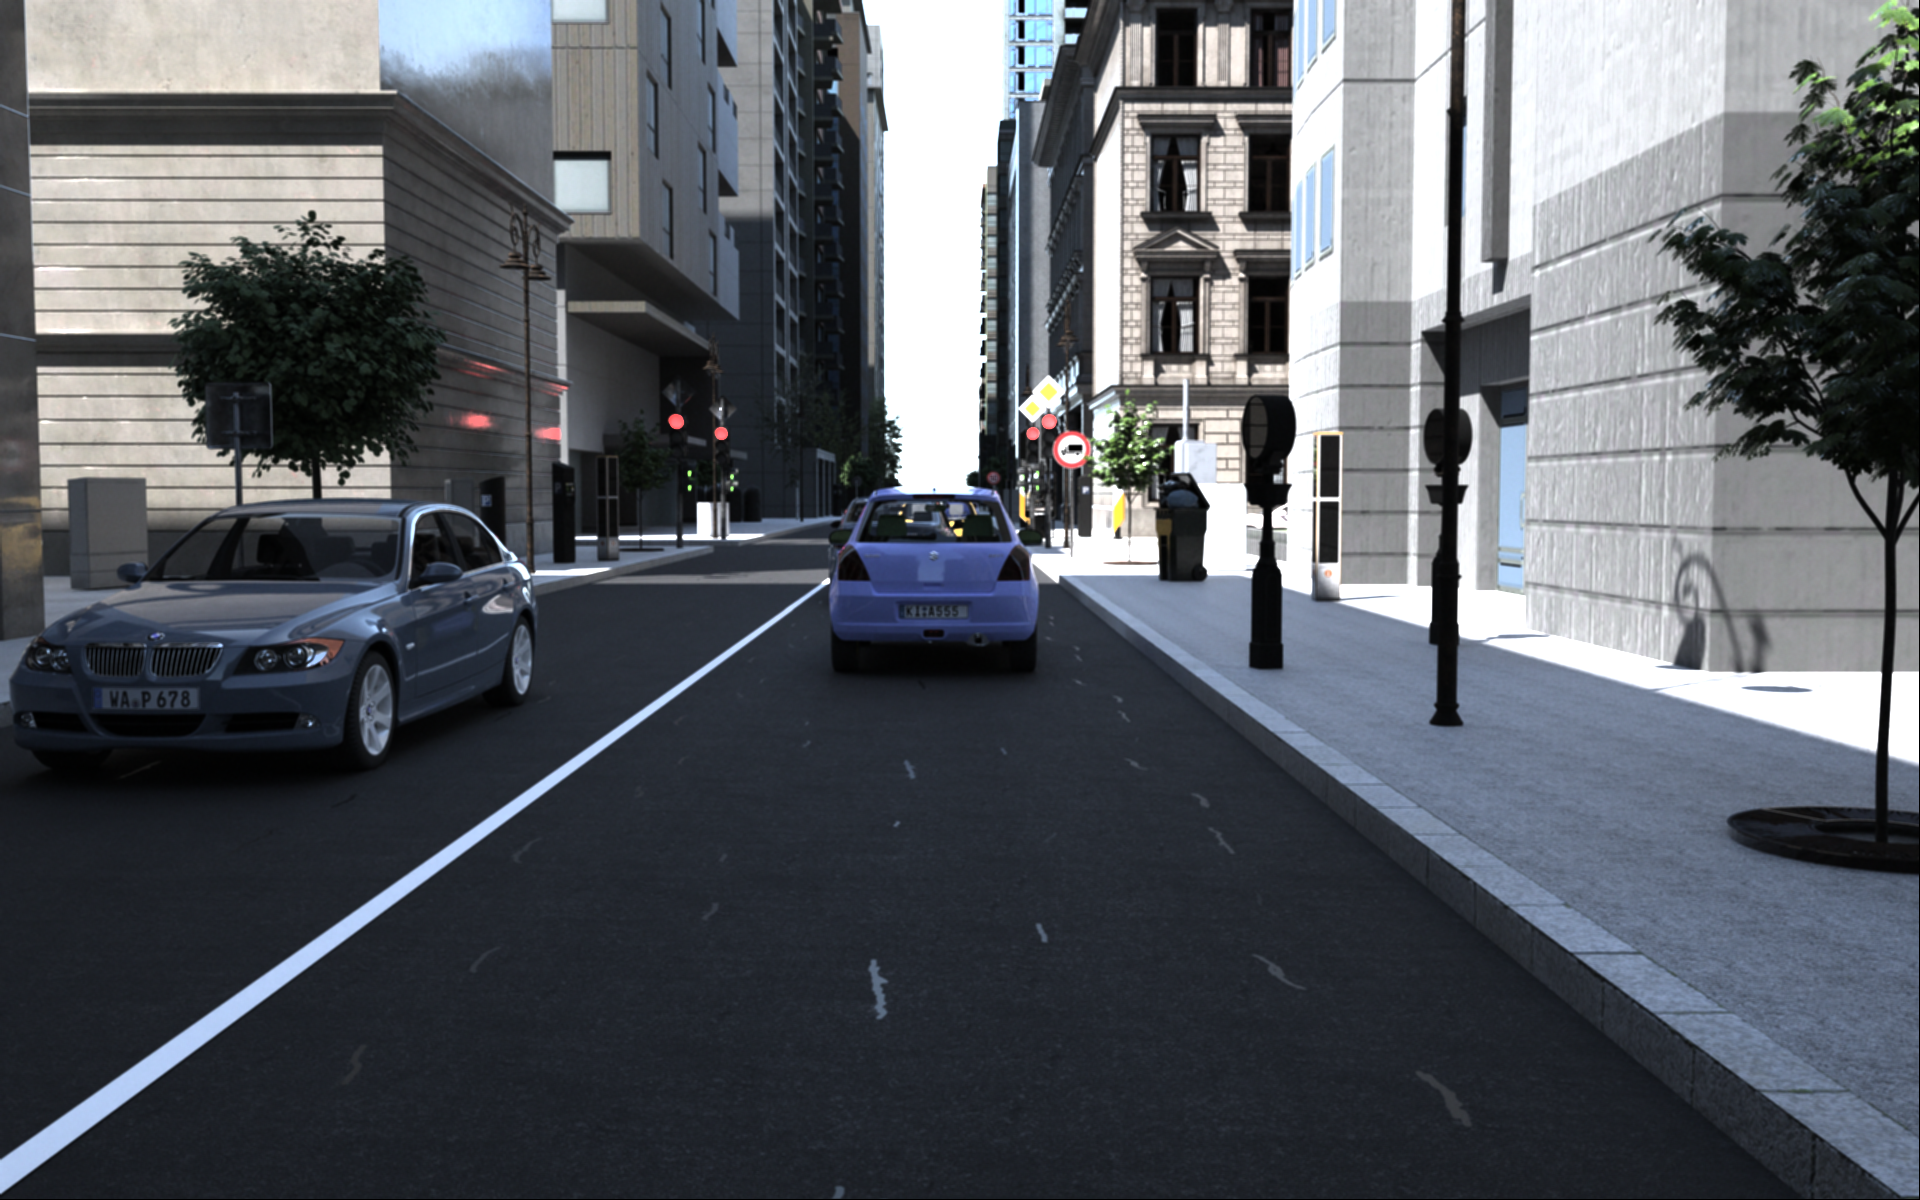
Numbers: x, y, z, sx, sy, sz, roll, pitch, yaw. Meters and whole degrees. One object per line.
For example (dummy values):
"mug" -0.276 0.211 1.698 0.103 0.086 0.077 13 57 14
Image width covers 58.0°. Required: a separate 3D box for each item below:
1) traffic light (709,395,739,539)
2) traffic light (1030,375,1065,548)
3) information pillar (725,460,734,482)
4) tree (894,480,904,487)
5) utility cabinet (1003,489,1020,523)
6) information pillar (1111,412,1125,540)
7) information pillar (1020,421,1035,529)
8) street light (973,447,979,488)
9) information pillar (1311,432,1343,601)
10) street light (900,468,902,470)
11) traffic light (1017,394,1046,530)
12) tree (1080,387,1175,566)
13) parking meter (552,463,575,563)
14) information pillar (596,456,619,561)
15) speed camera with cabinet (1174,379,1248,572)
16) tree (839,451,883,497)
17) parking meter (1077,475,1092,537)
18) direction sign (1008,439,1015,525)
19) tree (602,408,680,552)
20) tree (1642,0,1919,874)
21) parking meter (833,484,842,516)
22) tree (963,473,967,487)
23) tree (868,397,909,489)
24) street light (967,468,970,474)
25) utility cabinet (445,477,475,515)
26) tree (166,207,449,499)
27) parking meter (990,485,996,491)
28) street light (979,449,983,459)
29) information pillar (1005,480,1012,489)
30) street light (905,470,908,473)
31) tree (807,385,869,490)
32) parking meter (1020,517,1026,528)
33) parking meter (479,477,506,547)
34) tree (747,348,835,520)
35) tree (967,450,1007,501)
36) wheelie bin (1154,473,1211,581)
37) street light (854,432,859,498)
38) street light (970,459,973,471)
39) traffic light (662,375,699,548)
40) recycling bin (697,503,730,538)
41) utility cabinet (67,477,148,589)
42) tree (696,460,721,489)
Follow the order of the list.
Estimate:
"traffic light" -6.681 -3.673 48.967 0.839 4.253 0.868 0 4 0
"traffic light" 2.076 -3.188 41.049 0.839 4.253 0.868 0 4 0
"information pillar" -10.792 -5.463 80.678 0.504 3.616 0.183 1 4 13
"tree" -8.256 -15.457 247.318 1.663 3.219 1.824 0 3 0
"utility cabinet" 2.533 -4.177 76.979 1.173 1.500 0.318 1 4 20
"information pillar" 4.472 -3.502 48.612 0.183 3.616 0.504 -2 4 -27
"information pillar" 2.151 -3.892 54.986 0.504 3.616 0.183 -1 4 -9
"street light" 1.801 -12.055 169.892 0.468 5.910 1.993 0 4 0
"information pillar" 4.403 -0.997 20.787 0.304 2.012 0.304 0 4 1
"street light" -8.182 -16.336 239.872 0.468 5.910 1.993 0 4 0
"traffic light" 2.030 -3.677 49.034 0.839 4.253 0.868 0 4 0
"tree" 3.063 -2.262 31.586 1.663 3.219 1.824 0 3 0
"parking meter" -7.368 -1.622 32.233 0.399 1.863 0.255 3 4 38
"information pillar" -6.780 -1.764 33.336 0.304 2.012 0.304 2 4 35
"speed camera with cabinet" 4.236 -2.140 29.326 0.660 3.252 2.038 -1 4 -13
"tree" -7.539 -9.027 131.299 4.285 4.588 4.351 0 3 0
"parking meter" 3.727 -2.847 52.254 0.255 1.863 0.399 2 4 28
"direction sign" 2.084 -4.883 71.838 0.379 3.537 0.876 0 4 -7
"tree" -7.160 -2.711 38.930 1.663 3.219 1.824 0 3 0
"tree" 3.285 -0.718 6.344 1.663 3.219 1.824 0 3 0
"parking meter" -7.159 -5.796 100.472 0.399 1.863 0.255 1 4 16
"tree" 1.836 -13.694 207.608 4.285 4.588 4.351 0 3 0
"tree" -9.486 -17.303 201.025 7.486 12.596 7.792 0 3 0
"street light" 1.489 -15.193 221.189 0.468 5.910 1.993 0 4 0
"utility cabinet" -6.651 -0.876 22.996 0.318 1.500 1.173 -1 4 -20
"tree" -7.492 -2.216 19.938 4.285 4.588 4.351 0 3 0
"parking meter" 1.890 -5.714 99.138 0.255 1.863 0.399 2 4 26
"street light" 1.952 -10.184 139.292 0.468 5.910 1.993 0 4 0
"information pillar" 2.482 -5.114 88.101 0.304 2.012 0.304 -1 4 -8
"street light" -8.418 -18.221 270.703 0.468 5.910 1.993 0 4 0
"tree" -8.480 -10.253 118.001 4.737 8.622 4.395 0 3 0
"parking meter" 2.421 -3.683 65.924 0.255 1.863 0.399 0 4 -3
"parking meter" -6.770 -1.020 25.082 0.372 1.533 0.369 0 3 0
"tree" -8.339 -8.304 86.139 4.360 8.622 3.978 0 3 0
"tree" 3.173 -8.851 128.426 4.285 4.588 4.351 0 3 0
"wheelie bin" 3.273 -1.083 25.614 0.693 1.594 0.980 -1 4 -19
"street light" -7.588 -9.356 125.764 0.468 5.910 1.993 0 4 0
"street light" 1.652 -13.920 200.386 0.468 5.910 1.993 0 4 0
"traffic light" -6.635 -3.184 40.982 0.839 4.253 0.868 0 4 0
"recycling bin" -7.340 -2.386 51.563 0.722 1.027 0.722 -3 4 -37
"utility cabinet" -11.597 -0.912 23.585 0.318 1.500 1.173 1 4 12
"tree" -12.721 -6.204 85.152 4.285 4.588 4.351 0 3 0
